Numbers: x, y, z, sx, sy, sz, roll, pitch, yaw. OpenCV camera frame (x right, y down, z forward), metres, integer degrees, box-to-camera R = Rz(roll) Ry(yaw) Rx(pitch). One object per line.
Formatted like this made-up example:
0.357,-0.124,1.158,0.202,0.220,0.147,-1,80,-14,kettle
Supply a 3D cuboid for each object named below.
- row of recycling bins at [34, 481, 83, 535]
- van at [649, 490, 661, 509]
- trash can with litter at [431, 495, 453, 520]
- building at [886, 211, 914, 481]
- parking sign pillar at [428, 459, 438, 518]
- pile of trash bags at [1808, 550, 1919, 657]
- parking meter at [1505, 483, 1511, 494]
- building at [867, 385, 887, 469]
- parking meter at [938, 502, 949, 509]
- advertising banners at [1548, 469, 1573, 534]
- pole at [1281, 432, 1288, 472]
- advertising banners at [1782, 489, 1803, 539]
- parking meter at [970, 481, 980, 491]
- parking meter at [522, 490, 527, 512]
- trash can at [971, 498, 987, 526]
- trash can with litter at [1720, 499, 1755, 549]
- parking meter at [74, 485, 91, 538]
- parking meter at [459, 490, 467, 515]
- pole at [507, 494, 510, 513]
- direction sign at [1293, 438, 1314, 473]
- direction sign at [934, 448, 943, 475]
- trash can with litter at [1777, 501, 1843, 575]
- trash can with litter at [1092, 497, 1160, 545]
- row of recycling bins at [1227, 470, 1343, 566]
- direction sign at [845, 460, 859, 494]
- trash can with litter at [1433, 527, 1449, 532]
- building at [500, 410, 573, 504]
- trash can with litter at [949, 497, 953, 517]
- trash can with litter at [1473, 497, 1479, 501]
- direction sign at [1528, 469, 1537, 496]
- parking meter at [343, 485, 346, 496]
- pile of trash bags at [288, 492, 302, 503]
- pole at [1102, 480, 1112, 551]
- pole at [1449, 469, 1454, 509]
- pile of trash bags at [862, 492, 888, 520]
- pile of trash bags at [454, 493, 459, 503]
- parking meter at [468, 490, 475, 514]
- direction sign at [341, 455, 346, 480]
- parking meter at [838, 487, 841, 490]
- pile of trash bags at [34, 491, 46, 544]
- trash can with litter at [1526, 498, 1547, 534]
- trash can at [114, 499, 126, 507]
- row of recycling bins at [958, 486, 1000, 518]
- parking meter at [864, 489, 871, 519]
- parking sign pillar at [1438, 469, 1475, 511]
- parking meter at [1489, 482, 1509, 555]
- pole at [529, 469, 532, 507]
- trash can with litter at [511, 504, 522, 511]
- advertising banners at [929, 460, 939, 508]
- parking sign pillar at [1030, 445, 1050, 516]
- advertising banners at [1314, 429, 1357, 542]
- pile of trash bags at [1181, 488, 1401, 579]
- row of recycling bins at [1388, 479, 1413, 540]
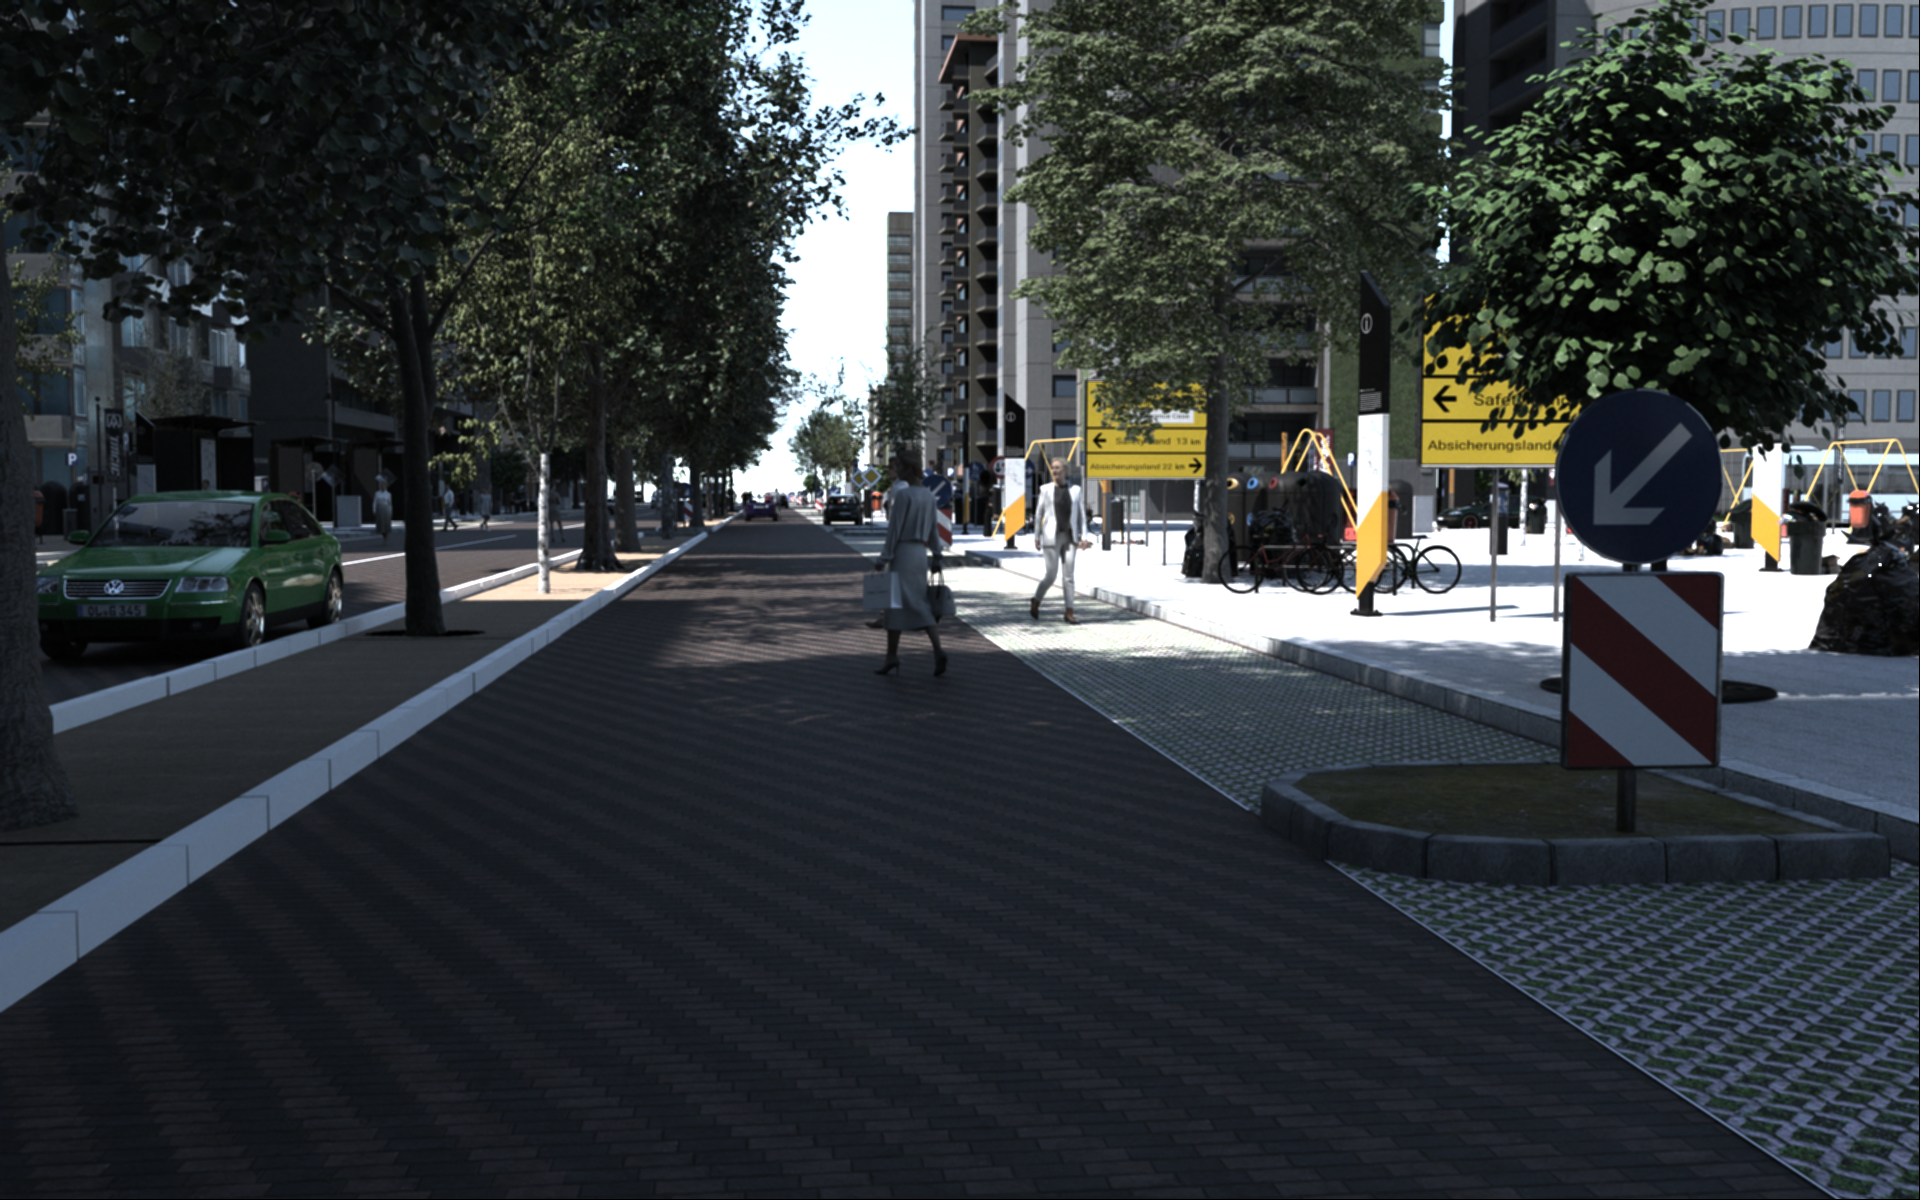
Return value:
-28.848,-2.896,54.463,3.534,1.692,1.069,0,4,7,row of recycling bins
-30.102,-10.176,173.392,2.013,2.044,4.112,-1,4,-8,van
-26.726,-4.641,86.938,2.233,1.210,1.678,1,4,9,trash can with litter
-3.857,-34.802,252.604,14.154,41.232,14.086,0,4,-6,building
-29.139,-6.465,94.181,1.447,3.967,1.447,1,4,15,parking sign pillar
8.851,-0.268,14.134,3.447,1.369,1.912,-1,4,-21,pile of trash bags
27.622,-5.004,87.523,0.255,1.863,0.399,-1,4,-19,parking meter
-0.901,-27.177,289.389,27.650,21.520,28.899,0,4,-6,building
-0.667,-3.832,71.068,0.372,1.533,0.369,0,3,0,parking meter
19.616,-3.618,55.341,0.090,3.025,2.074,-3,4,-36,advertising banners
10.719,-3.879,57.266,0.158,3.312,0.155,0,3,0,pole
23.850,-3.291,49.991,0.090,3.025,2.074,0,4,3,advertising banners
0.748,-5.334,92.919,0.399,1.863,0.255,-1,4,-15,parking meter
-30.492,-6.900,121.224,0.372,1.533,0.369,0,3,0,parking meter
0.793,-3.620,70.837,0.748,1.137,0.748,0,3,0,trash can
18.072,-1.768,40.291,1.055,1.170,0.624,-1,4,-13,trash can with litter
-23.875,-2.368,47.121,0.372,1.533,0.369,0,3,0,parking meter
-30.119,-6.064,104.862,0.399,1.863,0.255,1,4,11,parking meter
-30.120,-7.439,115.469,0.158,3.312,0.155,0,3,0,pole
13.859,-4.766,69.925,0.876,3.537,0.379,2,4,32,direction sign
-0.996,-5.773,86.384,0.379,3.537,0.876,1,4,17,direction sign
13.581,-0.992,27.605,1.055,1.170,0.624,-2,4,-34,trash can with litter
4.153,-2.023,44.129,1.678,1.210,2.233,-2,4,-34,trash can with litter
5.804,-1.500,31.633,1.069,1.692,3.534,-1,4,-20,row of recycling bins
-7.150,-7.502,114.649,0.876,3.537,0.379,0,4,0,direction sign
15.927,-2.937,59.079,2.233,1.210,1.678,-2,4,-29,trash can with litter
-61.455,-33.927,238.292,14.154,41.232,14.086,0,4,-6,building
-0.642,-4.501,84.985,0.624,1.170,1.055,0,4,0,trash can with litter
22.066,-3.764,72.930,1.055,1.170,0.624,-1,4,-21,trash can with litter
24.068,-4.954,72.996,0.876,3.537,0.379,-3,5,-43,direction sign
-39.753,-6.519,112.299,0.255,1.863,0.399,2,4,33,parking meter
-26.123,-3.464,66.389,1.912,1.369,3.447,0,4,2,pile of trash bags
3.308,-2.762,39.000,0.158,3.312,0.155,0,3,0,pole
20.646,-4.824,72.717,0.158,3.312,0.155,0,3,0,pole
-3.071,-4.572,84.504,3.447,1.369,1.912,3,5,42,pile of trash bags
-39.087,-7.842,137.971,3.447,1.369,1.912,2,4,31,pile of trash bags
-32.005,-6.427,113.490,0.372,1.533,0.369,0,3,0,parking meter
-35.100,-6.562,99.290,0.876,3.537,0.379,1,4,20,direction sign
-9.675,-8.160,139.133,0.255,1.863,0.399,0,4,-8,parking meter
-24.967,-2.128,44.550,3.447,1.369,1.912,1,4,17,pile of trash bags
18.253,-2.681,55.225,0.624,1.170,1.055,-1,4,-12,trash can with litter
-22.373,-2.143,46.695,0.748,1.137,0.748,0,3,0,trash can
0.982,-5.392,95.273,1.069,1.692,3.534,-3,4,-37,row of recycling bins
-4.844,-5.042,90.848,0.372,1.533,0.369,0,3,0,parking meter
21.354,-5.242,74.173,1.447,3.967,1.447,0,4,4,parking sign pillar
11.337,-1.713,36.423,0.372,1.533,0.369,0,3,0,parking meter
-34.479,-8.879,139.008,0.158,3.312,0.155,0,3,0,pole
-32.755,-7.182,128.491,2.233,1.210,1.678,1,4,19,trash can with litter
-1.064,-5.788,90.824,0.090,3.025,2.074,2,4,33,advertising banners
4.598,-6.533,95.284,1.447,3.967,1.447,0,4,-6,parking sign pillar
10.479,-3.058,46.194,2.074,3.025,0.090,1,4,17,advertising banners
5.101,-1.055,27.007,3.447,1.369,1.912,1,4,16,pile of trash bags
12.659,-2.644,50.340,1.069,1.692,3.534,1,4,11,row of recycling bins
